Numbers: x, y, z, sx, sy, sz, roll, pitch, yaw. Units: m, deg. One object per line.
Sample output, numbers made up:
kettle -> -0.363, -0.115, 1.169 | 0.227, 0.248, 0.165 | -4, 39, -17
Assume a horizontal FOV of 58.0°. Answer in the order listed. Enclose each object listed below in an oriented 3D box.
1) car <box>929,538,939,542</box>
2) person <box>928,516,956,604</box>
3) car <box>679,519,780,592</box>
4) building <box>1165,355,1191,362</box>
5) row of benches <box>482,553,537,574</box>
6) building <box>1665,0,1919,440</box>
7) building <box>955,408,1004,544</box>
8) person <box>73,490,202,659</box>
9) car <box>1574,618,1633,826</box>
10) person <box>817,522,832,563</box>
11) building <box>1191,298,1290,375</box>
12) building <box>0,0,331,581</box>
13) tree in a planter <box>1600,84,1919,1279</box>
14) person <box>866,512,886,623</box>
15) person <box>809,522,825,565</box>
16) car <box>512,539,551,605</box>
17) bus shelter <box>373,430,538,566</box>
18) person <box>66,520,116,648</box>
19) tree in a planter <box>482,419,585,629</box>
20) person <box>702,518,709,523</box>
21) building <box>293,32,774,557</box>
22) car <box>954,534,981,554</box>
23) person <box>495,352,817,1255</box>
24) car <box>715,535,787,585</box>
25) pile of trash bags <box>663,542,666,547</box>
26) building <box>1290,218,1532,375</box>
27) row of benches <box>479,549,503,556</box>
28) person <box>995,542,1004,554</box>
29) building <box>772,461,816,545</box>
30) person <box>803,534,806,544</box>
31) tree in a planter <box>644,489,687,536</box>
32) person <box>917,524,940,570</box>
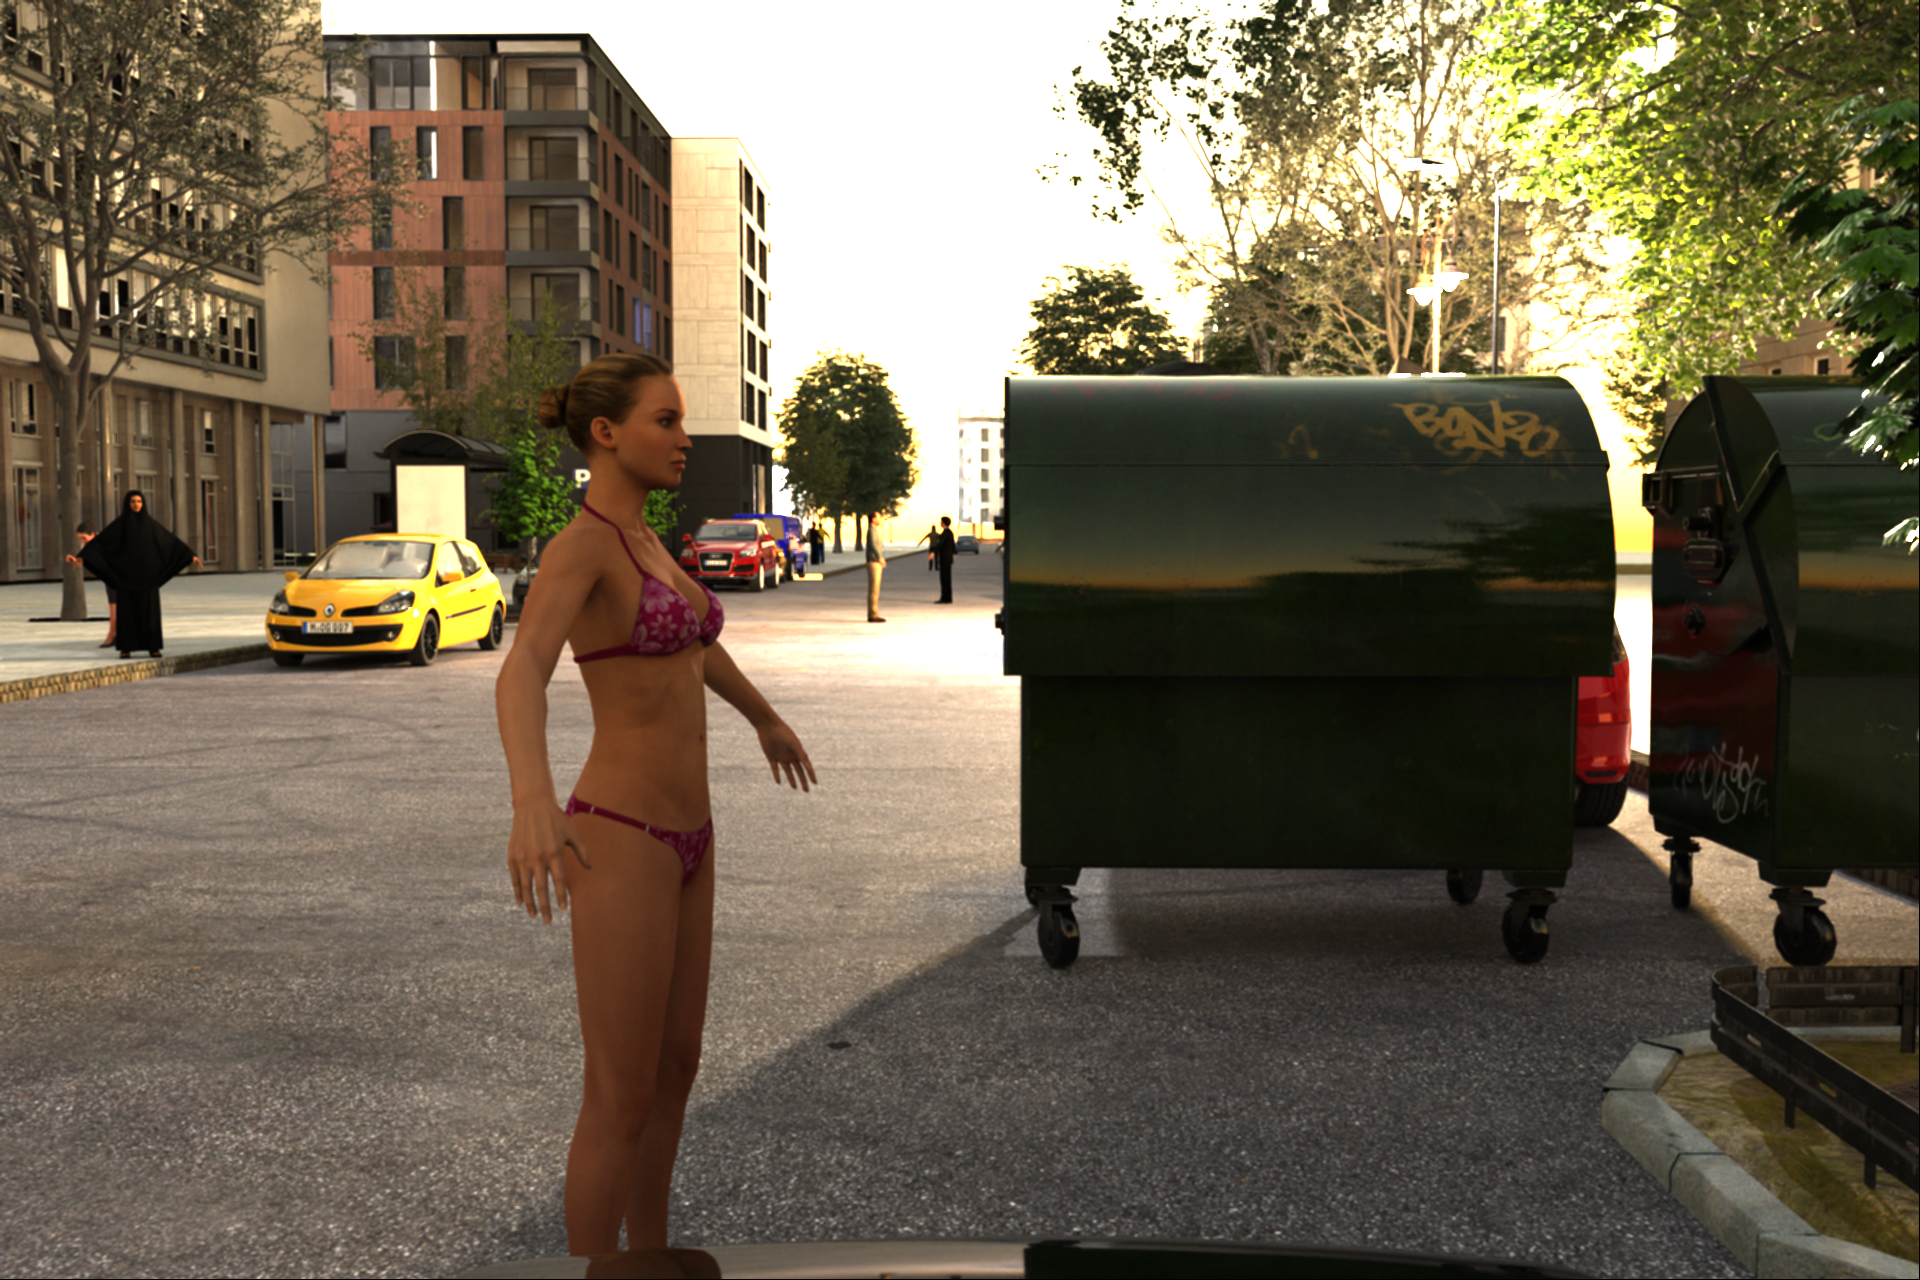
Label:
car -> -1.411, -7.637, 134.651 | 2.009, 1.686, 4.222 | 0, 4, 1
person -> -0.324, -1.659, 35.770 | 0.705, 1.806, 1.347 | 1, 4, 19
car -> -5.845, -2.179, 44.294 | 2.281, 1.827, 5.304 | 0, 4, 1
building -> 28.565, -19.167, 179.837 | 16.747, 18.905, 31.486 | 0, 4, 2
row of benches -> -15.082, -2.534, 56.902 | 4.104, 0.672, 1.422 | 2, 4, 24
building -> 26.402, -14.791, 39.090 | 12.463, 27.353, 25.104 | 0, 4, 1
building -> -0.177, -23.920, 249.971 | 11.380, 20.090, 16.016 | -1, 4, -9
person -> -8.480, -0.678, 17.871 | 1.214, 1.737, 0.721 | -2, 4, -32
car -> 2.348, -0.058, 9.992 | 2.155, 1.783, 4.494 | 0, 4, 1
person -> -6.214, -4.332, 76.792 | 1.349, 1.833, 0.705 | -3, 4, -39
building -> 27.836, -16.298, 132.937 | 16.747, 18.905, 31.486 | 0, 4, 1
building -> -32.035, -14.295, 41.326 | 19.016, 26.051, 41.698 | 0, 4, 1
tree in a planter -> 2.535, -0.396, 3.692 | 1.991, 3.239, 1.994 | 0, 4, 1
person -> -1.370, -1.190, 28.184 | 0.705, 1.796, 1.348 | 0, 4, -6
person -> -6.076, -4.050, 72.448 | 0.704, 1.802, 1.346 | 2, 4, 27
car -> -6.594, -1.265, 30.464 | 2.009, 1.686, 4.222 | 0, 4, 1
bus shelter -> -10.365, -2.600, 36.438 | 2.014, 3.302, 5.546 | 0, 4, 1
person -> -9.712, -0.633, 19.585 | 0.628, 1.438, 0.799 | -1, 4, -21
tree in a planter -> -6.722, -1.817, 26.935 | 1.991, 3.239, 1.994 | 0, 4, 2
person -> -8.882, -3.361, 60.739 | 0.705, 1.856, 1.354 | 0, 4, -4
building -> -25.360, -14.891, 87.437 | 27.936, 21.610, 32.646 | 0, 4, 1
car -> 0.457, -6.794, 123.092 | 2.014, 1.417, 4.499 | 0, 4, 0
person -> -0.471, 0.388, 2.916 | 0.721, 1.733, 1.217 | 1, 4, 11
car -> -6.011, -2.415, 49.715 | 2.015, 1.641, 3.980 | 0, 4, 1
pile of trash bags -> -9.892, -2.628, 52.713 | 1.912, 1.369, 3.447 | 0, 4, 1
building -> 26.315, -15.548, 110.631 | 16.016, 20.090, 11.380 | 0, 4, 1
row of benches -> -20.354, -3.294, 69.322 | 4.104, 0.672, 1.422 | -2, 4, -28
person -> 1.607, -2.418, 48.121 | 1.348, 1.813, 0.705 | -2, 4, -29
building -> -22.171, -16.576, 213.159 | 9.099, 9.664, 28.070 | 0, 3, 0
person -> -6.444, -3.713, 67.436 | 0.721, 1.740, 1.216 | 3, 5, 44
tree in a planter -> -6.581, -2.333, 35.371 | 1.991, 3.239, 1.994 | 0, 4, 1
person -> -1.029, -3.650, 68.260 | 1.348, 1.813, 0.705 | 1, 4, 8
